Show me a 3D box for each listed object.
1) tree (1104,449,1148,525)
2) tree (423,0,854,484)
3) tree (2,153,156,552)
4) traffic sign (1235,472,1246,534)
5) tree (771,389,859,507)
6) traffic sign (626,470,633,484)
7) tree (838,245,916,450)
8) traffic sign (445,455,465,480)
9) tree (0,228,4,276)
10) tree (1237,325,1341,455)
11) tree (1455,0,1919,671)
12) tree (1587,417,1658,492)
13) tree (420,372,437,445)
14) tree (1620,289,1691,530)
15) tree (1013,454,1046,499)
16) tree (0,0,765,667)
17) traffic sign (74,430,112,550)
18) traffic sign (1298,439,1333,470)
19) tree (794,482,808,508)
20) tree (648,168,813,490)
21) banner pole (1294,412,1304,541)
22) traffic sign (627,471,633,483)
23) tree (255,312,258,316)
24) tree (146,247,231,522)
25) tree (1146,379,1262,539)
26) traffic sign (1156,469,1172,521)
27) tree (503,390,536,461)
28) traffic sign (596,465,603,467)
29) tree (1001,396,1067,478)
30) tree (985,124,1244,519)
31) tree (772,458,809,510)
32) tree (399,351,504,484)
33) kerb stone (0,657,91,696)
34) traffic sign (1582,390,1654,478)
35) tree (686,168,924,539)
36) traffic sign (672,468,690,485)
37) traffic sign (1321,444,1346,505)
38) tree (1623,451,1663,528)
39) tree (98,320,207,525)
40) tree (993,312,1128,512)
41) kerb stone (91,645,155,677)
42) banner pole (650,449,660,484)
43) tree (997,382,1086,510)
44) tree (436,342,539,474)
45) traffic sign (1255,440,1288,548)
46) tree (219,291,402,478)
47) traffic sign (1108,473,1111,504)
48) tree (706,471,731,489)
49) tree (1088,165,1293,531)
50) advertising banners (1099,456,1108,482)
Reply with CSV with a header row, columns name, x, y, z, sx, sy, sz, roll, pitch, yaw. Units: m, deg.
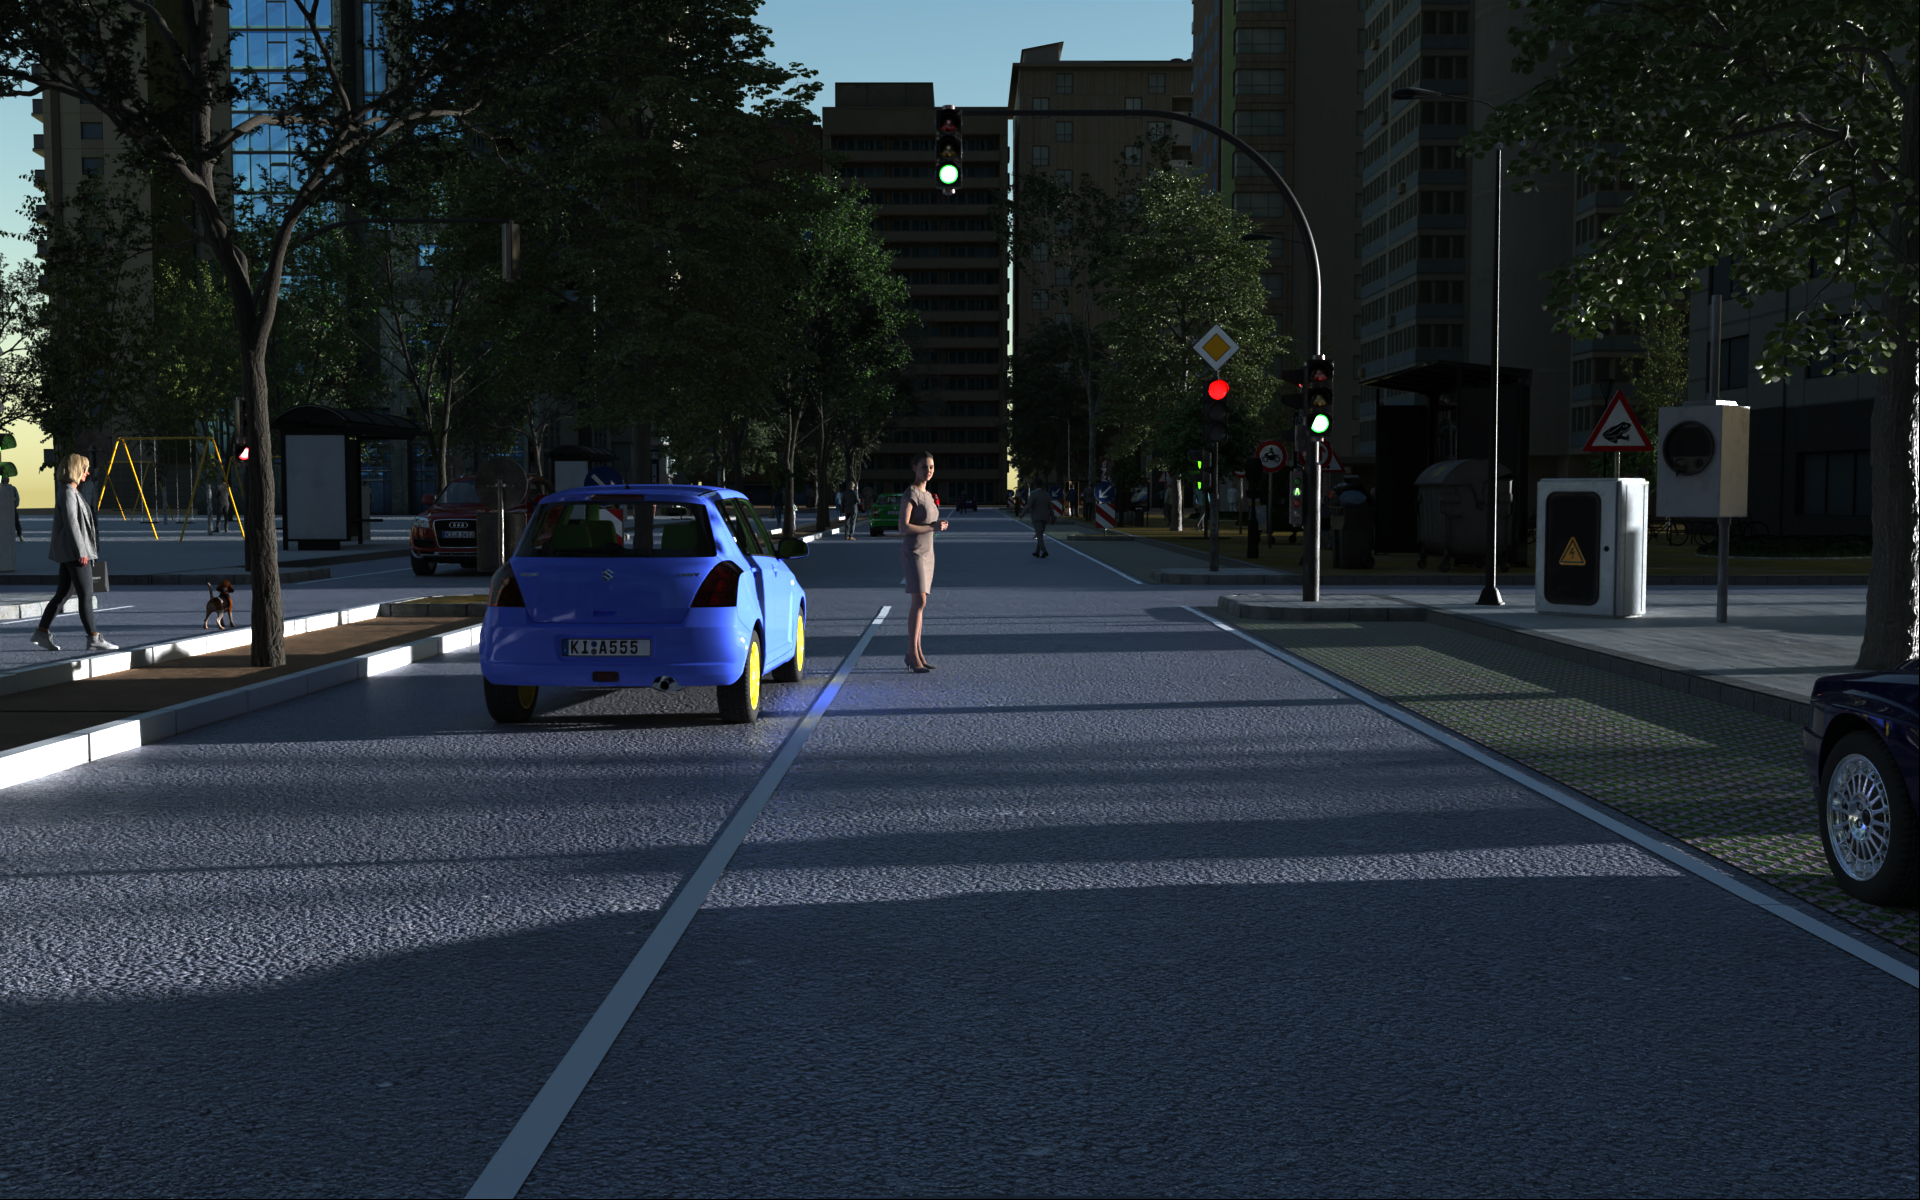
name,x,y,z,sx,sy,sz,roll,pitch,yaw
tree,7.164,-4.776,72.682,1.663,3.219,1.824,0,3,0
tree,-5.822,-6.769,31.258,7.486,12.596,7.792,0,3,0
tree,-19.103,-5.379,38.310,4.737,8.622,4.395,0,3,0
traffic sign,9.055,-3.408,55.822,0.768,2.556,0.104,0,4,7
tree,-14.482,-15.631,172.576,9.611,12.733,9.660,0,3,0
traffic sign,-17.242,-5.590,91.494,0.768,2.556,0.104,0,4,1
tree,-5.739,-6.658,45.727,8.767,10.594,7.601,0,4,0
traffic sign,-16.375,-3.415,55.943,0.768,2.556,0.104,0,4,2
tree,-26.421,-7.018,40.505,9.928,11.665,9.643,0,3,0
tree,13.995,-7.512,73.188,4.737,8.622,4.395,0,3,0
tree,7.240,-5.767,12.413,7.486,12.596,7.792,0,3,0
tree,27.354,-5.300,70.365,4.285,4.588,4.351,0,3,0
tree,-22.766,-7.978,80.807,4.360,8.622,3.978,0,3,0
tree,25.093,-6.763,60.930,4.737,8.622,4.395,0,3,0
tree,7.057,-13.905,177.708,4.737,8.622,4.395,0,3,0
tree,-5.717,-4.742,14.407,8.767,10.594,7.601,0,4,0
traffic sign,-17.253,-2.101,34.458,0.768,2.556,0.104,0,4,3
traffic sign,7.838,-2.335,38.278,0.768,2.556,0.104,0,4,0
tree,-14.365,-9.815,155.075,1.663,3.219,1.824,0,3,0
tree,-5.253,-5.223,38.210,4.737,8.622,4.395,0,3,0
banner pole,9.259,-3.468,46.723,0.863,3.779,0.401,-3,4,-37
traffic sign,-15.140,-4.940,80.770,0.884,2.594,0.081,0,4,4
tree,-23.502,-6.307,53.481,4.737,8.622,4.395,0,3,0
tree,-24.560,-8.413,63.301,9.928,11.665,9.643,0,3,0
tree,6.980,-4.034,49.665,4.285,4.588,4.351,0,3,0
traffic sign,9.740,-5.025,82.156,0.884,2.594,0.081,0,4,1
tree,-25.330,-8.900,95.885,4.737,8.622,4.395,0,3,0
traffic sign,-15.892,-4.679,76.600,0.768,2.556,0.104,1,4,10
tree,7.381,-14.640,165.127,9.928,11.665,9.643,0,3,0
tree,8.060,-14.219,88.377,12.611,20.169,13.585,0,3,0
tree,-14.018,-9.741,142.983,4.285,4.588,4.351,0,3,0
tree,-25.659,-8.327,86.512,4.737,8.622,4.395,0,3,0
kerb stone,-6.823,0.566,12.941,0.120,0.150,1.000,0,4,0
traffic sign,8.212,-1.326,21.676,0.884,2.594,0.081,0,4,1
tree,-5.343,-7.727,54.542,9.928,11.665,9.643,0,3,0
traffic sign,-13.900,-5.277,86.276,0.884,2.594,0.081,0,4,1
traffic sign,9.143,-2.635,43.085,0.884,2.594,0.081,0,4,2
tree,25.873,-4.330,65.397,1.663,3.219,1.824,0,3,0
tree,-33.647,-7.472,72.524,4.360,8.622,3.978,0,3,0
tree,7.141,-13.160,121.822,9.857,13.997,8.962,0,3,0
kerb stone,-6.810,0.505,13.971,0.120,0.150,1.000,0,4,0
banner pole,-15.186,-5.819,85.158,0.863,3.779,0.401,-1,4,-10
tree,7.256,-12.692,141.928,8.767,10.594,7.601,0,4,2
tree,-19.963,-7.576,74.227,4.360,8.622,3.978,0,3,0
traffic sign,7.345,-2.498,40.956,0.768,2.556,0.104,0,4,4
tree,-35.435,-10.849,94.393,9.611,12.733,9.660,0,3,0
traffic sign,8.944,-6.355,103.907,0.884,2.594,0.081,0,4,8
tree,-14.782,-6.937,108.017,1.663,3.219,1.824,0,3,0
tree,7.946,-8.702,60.407,7.486,12.596,7.792,0,3,0
advertising banners,7.181,-5.090,79.410,2.074,3.025,0.090,3,5,44
